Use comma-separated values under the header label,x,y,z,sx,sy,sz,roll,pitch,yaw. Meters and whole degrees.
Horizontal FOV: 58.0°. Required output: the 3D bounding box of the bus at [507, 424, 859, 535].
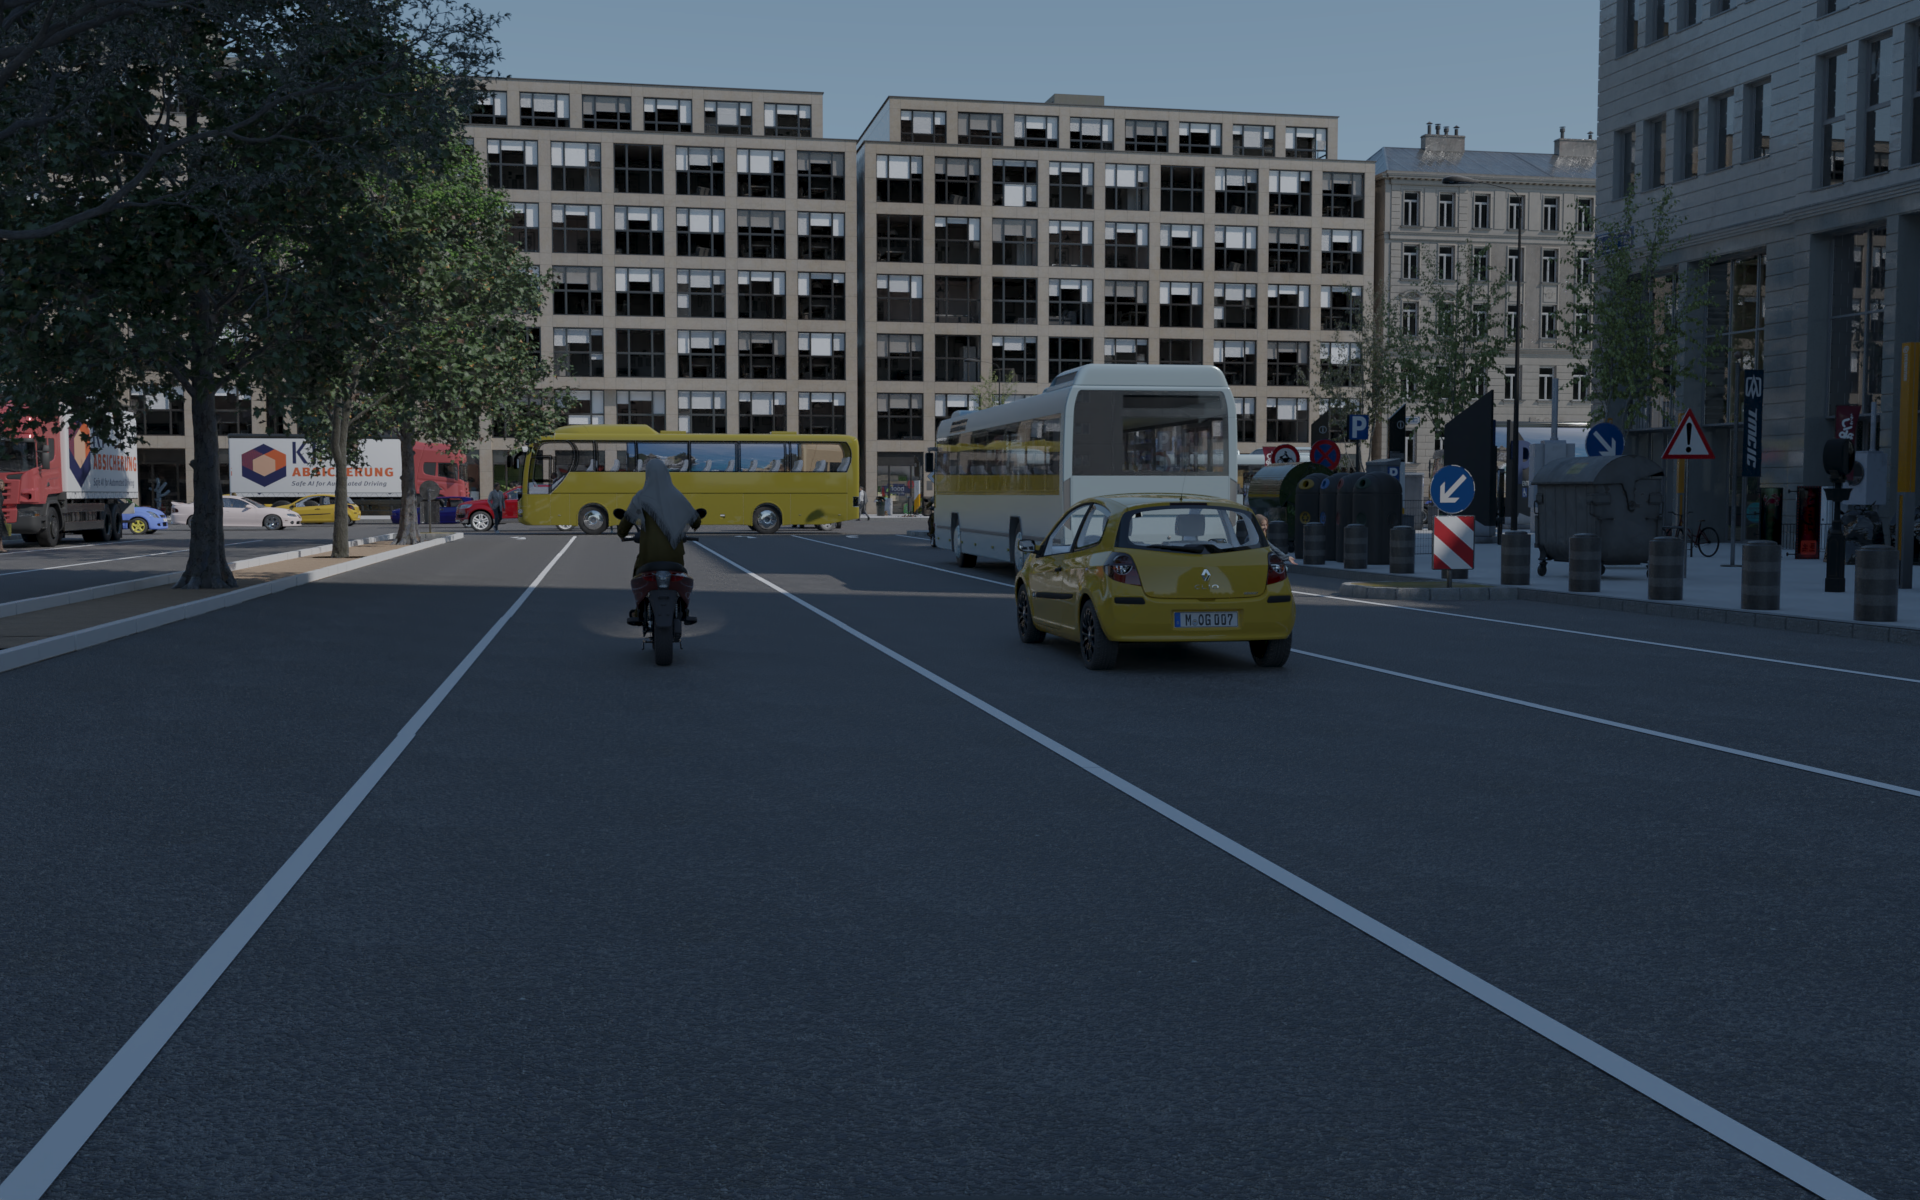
label,x,y,z,sx,sy,sz,roll,pitch,yaw
bus,-9.840,-4.322,62.215,12.252,3.916,2.896,-1,4,-10

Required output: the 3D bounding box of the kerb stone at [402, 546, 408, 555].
label,x,y,z,sx,sy,sz,roll,pitch,yaw
kerb stone,-13.112,-1.115,40.537,0.120,0.150,1.000,-1,4,-11

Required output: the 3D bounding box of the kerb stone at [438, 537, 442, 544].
label,x,y,z,sx,sy,sz,roll,pitch,yaw
kerb stone,-14.731,-1.616,48.609,0.120,0.150,1.000,-1,4,-11

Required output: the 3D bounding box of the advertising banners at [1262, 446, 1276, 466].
label,x,y,z,sx,sy,sz,roll,pitch,yaw
advertising banners,12.078,-4.116,63.490,2.074,3.025,0.090,0,4,-5

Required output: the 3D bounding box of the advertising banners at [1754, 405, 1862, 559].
label,x,y,z,sx,sy,sz,roll,pitch,yaw
advertising banners,16.638,-2.312,33.984,2.074,3.025,0.090,0,4,-2

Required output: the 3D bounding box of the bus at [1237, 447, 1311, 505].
label,x,y,z,sx,sy,sz,roll,pitch,yaw
bus,7.109,-4.448,67.578,13.247,3.499,2.948,-1,4,-11

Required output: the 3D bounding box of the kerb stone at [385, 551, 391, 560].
label,x,y,z,sx,sy,sz,roll,pitch,yaw
kerb stone,-12.503,-0.937,37.516,0.120,0.150,1.000,-1,4,-11

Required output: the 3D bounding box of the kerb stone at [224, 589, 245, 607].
label,x,y,z,sx,sy,sz,roll,pitch,yaw
kerb stone,-9.442,-0.008,22.367,0.120,0.150,1.000,-1,4,-11

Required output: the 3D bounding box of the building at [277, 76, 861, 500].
label,x,y,z,sx,sy,sz,roll,pitch,yaw
building,-24.992,-18.932,114.060,34.151,26.468,19.350,-1,4,-11

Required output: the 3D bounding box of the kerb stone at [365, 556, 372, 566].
label,x,y,z,sx,sy,sz,roll,pitch,yaw
kerb stone,-11.892,-0.750,34.482,0.120,0.150,1.000,-1,4,-11

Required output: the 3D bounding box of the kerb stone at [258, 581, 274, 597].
label,x,y,z,sx,sy,sz,roll,pitch,yaw
kerb stone,-9.861,-0.134,24.383,0.120,0.150,1.000,-1,4,-11

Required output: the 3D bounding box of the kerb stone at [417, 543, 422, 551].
label,x,y,z,sx,sy,sz,roll,pitch,yaw
kerb stone,-13.724,-1.302,43.562,0.120,0.150,1.000,-1,4,-11

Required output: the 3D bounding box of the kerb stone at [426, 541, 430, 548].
label,x,y,z,sx,sy,sz,roll,pitch,yaw
kerb stone,-14.130,-1.430,45.577,0.120,0.150,1.000,-1,4,-11

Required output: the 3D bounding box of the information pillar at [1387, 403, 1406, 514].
label,x,y,z,sx,sy,sz,roll,pitch,yaw
information pillar,11.269,-3.263,44.706,0.504,3.616,0.183,-1,4,-16

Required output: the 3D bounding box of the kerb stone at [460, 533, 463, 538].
label,x,y,z,sx,sy,sz,roll,pitch,yaw
kerb stone,-16.164,-2.047,55.666,0.120,0.150,1.000,-1,4,-11

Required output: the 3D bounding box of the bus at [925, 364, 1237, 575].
label,x,y,z,sx,sy,sz,roll,pitch,yaw
bus,1.626,-2.219,31.141,2.948,3.499,13.247,-1,4,-9

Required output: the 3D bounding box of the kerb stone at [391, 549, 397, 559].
label,x,y,z,sx,sy,sz,roll,pitch,yaw
kerb stone,-12.704,-0.999,38.523,0.120,0.150,1.000,-1,4,-11

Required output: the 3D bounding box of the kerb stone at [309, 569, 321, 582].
label,x,y,z,sx,sy,sz,roll,pitch,yaw
kerb stone,-10.673,-0.381,28.425,0.120,0.150,1.000,-1,4,-11

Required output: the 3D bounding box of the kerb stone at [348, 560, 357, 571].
label,x,y,z,sx,sy,sz,roll,pitch,yaw
kerb stone,-11.478,-0.627,32.460,0.120,0.150,1.000,-1,4,-11

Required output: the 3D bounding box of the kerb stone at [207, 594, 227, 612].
label,x,y,z,sx,sy,sz,roll,pitch,yaw
kerb stone,-9.245,0.056,21.354,0.120,0.150,1.000,-1,4,-11

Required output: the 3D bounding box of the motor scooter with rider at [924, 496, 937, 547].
label,x,y,z,sx,sy,sz,roll,pitch,yaw
motor scooter with rider,-0.498,-2.260,45.915,0.876,1.779,1.986,-1,4,-12

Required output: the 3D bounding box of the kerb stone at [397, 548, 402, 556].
label,x,y,z,sx,sy,sz,roll,pitch,yaw
kerb stone,-12.912,-1.060,39.529,0.120,0.150,1.000,-1,4,-11

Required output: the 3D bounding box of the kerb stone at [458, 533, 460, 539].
label,x,y,z,sx,sy,sz,roll,pitch,yaw
kerb stone,-15.960,-1.980,54.658,0.120,0.150,1.000,-1,4,-11

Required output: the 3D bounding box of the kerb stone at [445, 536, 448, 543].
label,x,y,z,sx,sy,sz,roll,pitch,yaw
kerb stone,-15.141,-1.735,50.624,0.120,0.150,1.000,-1,4,-11

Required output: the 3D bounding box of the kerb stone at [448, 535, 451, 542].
label,x,y,z,sx,sy,sz,roll,pitch,yaw
kerb stone,-15.351,-1.800,51.629,0.120,0.150,1.000,-1,4,-11

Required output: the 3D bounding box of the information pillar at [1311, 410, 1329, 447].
label,x,y,z,sx,sy,sz,roll,pitch,yaw
information pillar,10.002,-3.475,48.176,0.504,3.616,0.183,1,4,9

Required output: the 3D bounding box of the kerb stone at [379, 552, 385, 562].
label,x,y,z,sx,sy,sz,roll,pitch,yaw
kerb stone,-12.297,-0.875,36.501,0.120,0.150,1.000,-1,4,-11

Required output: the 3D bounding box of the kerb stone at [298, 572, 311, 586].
label,x,y,z,sx,sy,sz,roll,pitch,yaw
kerb stone,-10.465,-0.318,27.419,0.120,0.150,1.000,-1,4,-11

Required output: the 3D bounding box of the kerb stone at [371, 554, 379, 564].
label,x,y,z,sx,sy,sz,roll,pitch,yaw
kerb stone,-12.099,-0.813,35.493,0.120,0.150,1.000,-1,4,-11

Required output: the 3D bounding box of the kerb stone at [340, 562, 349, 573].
label,x,y,z,sx,sy,sz,roll,pitch,yaw
kerb stone,-11.280,-0.566,31.452,0.120,0.150,1.000,-1,4,-11

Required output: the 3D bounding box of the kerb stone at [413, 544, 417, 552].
label,x,y,z,sx,sy,sz,roll,pitch,yaw
kerb stone,-13.523,-1.245,42.554,0.120,0.150,1.000,-1,4,-11

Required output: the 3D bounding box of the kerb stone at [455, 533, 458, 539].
label,x,y,z,sx,sy,sz,roll,pitch,yaw
kerb stone,-15.751,-1.922,53.652,0.120,0.150,1.000,-1,4,-11

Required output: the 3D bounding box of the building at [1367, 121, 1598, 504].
label,x,y,z,sx,sy,sz,roll,pitch,yaw
building,38.943,-19.933,123.172,25.104,27.353,12.463,-1,4,-11

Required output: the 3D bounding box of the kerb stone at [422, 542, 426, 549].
label,x,y,z,sx,sy,sz,roll,pitch,yaw
kerb stone,-13.921,-1.365,44.572,0.120,0.150,1.000,-1,4,-11

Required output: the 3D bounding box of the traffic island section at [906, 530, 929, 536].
label,x,y,z,sx,sy,sz,roll,pitch,yaw
traffic island section,-0.727,-2.306,59.978,2.009,0.180,2.903,-1,4,-11

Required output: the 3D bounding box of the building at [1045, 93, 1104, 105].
label,x,y,z,sx,sy,sz,roll,pitch,yaw
building,9.387,-29.403,172.620,32.217,40.220,23.993,-1,4,-11

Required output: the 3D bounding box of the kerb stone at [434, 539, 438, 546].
label,x,y,z,sx,sy,sz,roll,pitch,yaw
kerb stone,-14.536,-1.545,47.599,0.120,0.150,1.000,-1,4,-11

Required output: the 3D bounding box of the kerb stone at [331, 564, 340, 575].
label,x,y,z,sx,sy,sz,roll,pitch,yaw
kerb stone,-11.080,-0.503,30.439,0.120,0.150,1.000,-1,4,-11

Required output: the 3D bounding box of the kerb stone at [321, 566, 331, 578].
label,x,y,z,sx,sy,sz,roll,pitch,yaw
kerb stone,-10.879,-0.439,29.431,0.120,0.150,1.000,-1,4,-11

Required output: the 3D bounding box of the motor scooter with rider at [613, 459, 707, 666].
label,x,y,z,sx,sy,sz,roll,pitch,yaw
motor scooter with rider,-2.576,-0.375,15.100,0.876,1.779,1.986,-1,4,-11

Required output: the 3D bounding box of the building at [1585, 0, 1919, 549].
label,x,y,z,sx,sy,sz,roll,pitch,yaw
building,26.160,-15.771,35.344,11.434,29.767,29.804,-1,4,-11

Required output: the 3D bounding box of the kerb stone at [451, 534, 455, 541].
label,x,y,z,sx,sy,sz,roll,pitch,yaw
kerb stone,-15.548,-1.862,52.643,0.120,0.150,1.000,-1,4,-11

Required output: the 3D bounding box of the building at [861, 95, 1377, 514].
label,x,y,z,sx,sy,sz,roll,pitch,yaw
building,8.859,-19.358,121.020,34.151,26.468,19.350,-1,4,-11

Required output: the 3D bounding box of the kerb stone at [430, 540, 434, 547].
label,x,y,z,sx,sy,sz,roll,pitch,yaw
kerb stone,-14.330,-1.492,46.585,0.120,0.150,1.000,-1,4,-11

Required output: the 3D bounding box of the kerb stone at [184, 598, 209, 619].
label,x,y,z,sx,sy,sz,roll,pitch,yaw
kerb stone,-9.037,0.113,20.345,0.120,0.150,1.000,-1,4,-11

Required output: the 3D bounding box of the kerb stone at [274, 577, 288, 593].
label,x,y,z,sx,sy,sz,roll,pitch,yaw
kerb stone,-10.053,-0.196,25.392,0.120,0.150,1.000,-1,4,-11

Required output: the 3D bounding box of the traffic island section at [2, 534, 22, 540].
label,x,y,z,sx,sy,sz,roll,pitch,yaw
traffic island section,-30.425,-1.941,54.022,2.009,0.180,2.903,-1,4,-11

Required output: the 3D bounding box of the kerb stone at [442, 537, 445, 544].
label,x,y,z,sx,sy,sz,roll,pitch,yaw
kerb stone,-14.944,-1.677,49.616,0.120,0.150,1.000,-1,4,-11

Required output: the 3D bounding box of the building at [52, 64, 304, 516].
label,x,y,z,sx,sy,sz,roll,pitch,yaw
building,-59.400,-18.518,107.293,34.151,26.468,19.350,-1,4,-11

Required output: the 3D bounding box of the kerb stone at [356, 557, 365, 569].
label,x,y,z,sx,sy,sz,roll,pitch,yaw
kerb stone,-11.683,-0.689,33.467,0.120,0.150,1.000,-1,4,-11

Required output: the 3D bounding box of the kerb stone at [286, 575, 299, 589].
label,x,y,z,sx,sy,sz,roll,pitch,yaw
kerb stone,-10.269,-0.257,26.396,0.120,0.150,1.000,-1,4,-11

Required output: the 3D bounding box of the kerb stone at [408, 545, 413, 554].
label,x,y,z,sx,sy,sz,roll,pitch,yaw
kerb stone,-13.312,-1.183,41.545,0.120,0.150,1.000,-1,4,-11

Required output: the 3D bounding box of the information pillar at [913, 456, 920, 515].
label,x,y,z,sx,sy,sz,roll,pitch,yaw
information pillar,-2.633,-7.015,106.047,0.183,3.616,0.504,-3,5,-40

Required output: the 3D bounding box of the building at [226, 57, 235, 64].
label,x,y,z,sx,sy,sz,roll,pitch,yaw
building,-88.069,-34.161,178.132,30.456,49.044,23.786,-1,4,-11

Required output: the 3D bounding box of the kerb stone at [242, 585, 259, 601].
label,x,y,z,sx,sy,sz,roll,pitch,yaw
kerb stone,-9.654,-0.072,23.372,0.120,0.150,1.000,-1,4,-11

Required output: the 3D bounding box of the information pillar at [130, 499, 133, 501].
label,x,y,z,sx,sy,sz,roll,pitch,yaw
information pillar,-45.911,-5.581,95.743,0.304,2.012,0.304,-2,4,-34
